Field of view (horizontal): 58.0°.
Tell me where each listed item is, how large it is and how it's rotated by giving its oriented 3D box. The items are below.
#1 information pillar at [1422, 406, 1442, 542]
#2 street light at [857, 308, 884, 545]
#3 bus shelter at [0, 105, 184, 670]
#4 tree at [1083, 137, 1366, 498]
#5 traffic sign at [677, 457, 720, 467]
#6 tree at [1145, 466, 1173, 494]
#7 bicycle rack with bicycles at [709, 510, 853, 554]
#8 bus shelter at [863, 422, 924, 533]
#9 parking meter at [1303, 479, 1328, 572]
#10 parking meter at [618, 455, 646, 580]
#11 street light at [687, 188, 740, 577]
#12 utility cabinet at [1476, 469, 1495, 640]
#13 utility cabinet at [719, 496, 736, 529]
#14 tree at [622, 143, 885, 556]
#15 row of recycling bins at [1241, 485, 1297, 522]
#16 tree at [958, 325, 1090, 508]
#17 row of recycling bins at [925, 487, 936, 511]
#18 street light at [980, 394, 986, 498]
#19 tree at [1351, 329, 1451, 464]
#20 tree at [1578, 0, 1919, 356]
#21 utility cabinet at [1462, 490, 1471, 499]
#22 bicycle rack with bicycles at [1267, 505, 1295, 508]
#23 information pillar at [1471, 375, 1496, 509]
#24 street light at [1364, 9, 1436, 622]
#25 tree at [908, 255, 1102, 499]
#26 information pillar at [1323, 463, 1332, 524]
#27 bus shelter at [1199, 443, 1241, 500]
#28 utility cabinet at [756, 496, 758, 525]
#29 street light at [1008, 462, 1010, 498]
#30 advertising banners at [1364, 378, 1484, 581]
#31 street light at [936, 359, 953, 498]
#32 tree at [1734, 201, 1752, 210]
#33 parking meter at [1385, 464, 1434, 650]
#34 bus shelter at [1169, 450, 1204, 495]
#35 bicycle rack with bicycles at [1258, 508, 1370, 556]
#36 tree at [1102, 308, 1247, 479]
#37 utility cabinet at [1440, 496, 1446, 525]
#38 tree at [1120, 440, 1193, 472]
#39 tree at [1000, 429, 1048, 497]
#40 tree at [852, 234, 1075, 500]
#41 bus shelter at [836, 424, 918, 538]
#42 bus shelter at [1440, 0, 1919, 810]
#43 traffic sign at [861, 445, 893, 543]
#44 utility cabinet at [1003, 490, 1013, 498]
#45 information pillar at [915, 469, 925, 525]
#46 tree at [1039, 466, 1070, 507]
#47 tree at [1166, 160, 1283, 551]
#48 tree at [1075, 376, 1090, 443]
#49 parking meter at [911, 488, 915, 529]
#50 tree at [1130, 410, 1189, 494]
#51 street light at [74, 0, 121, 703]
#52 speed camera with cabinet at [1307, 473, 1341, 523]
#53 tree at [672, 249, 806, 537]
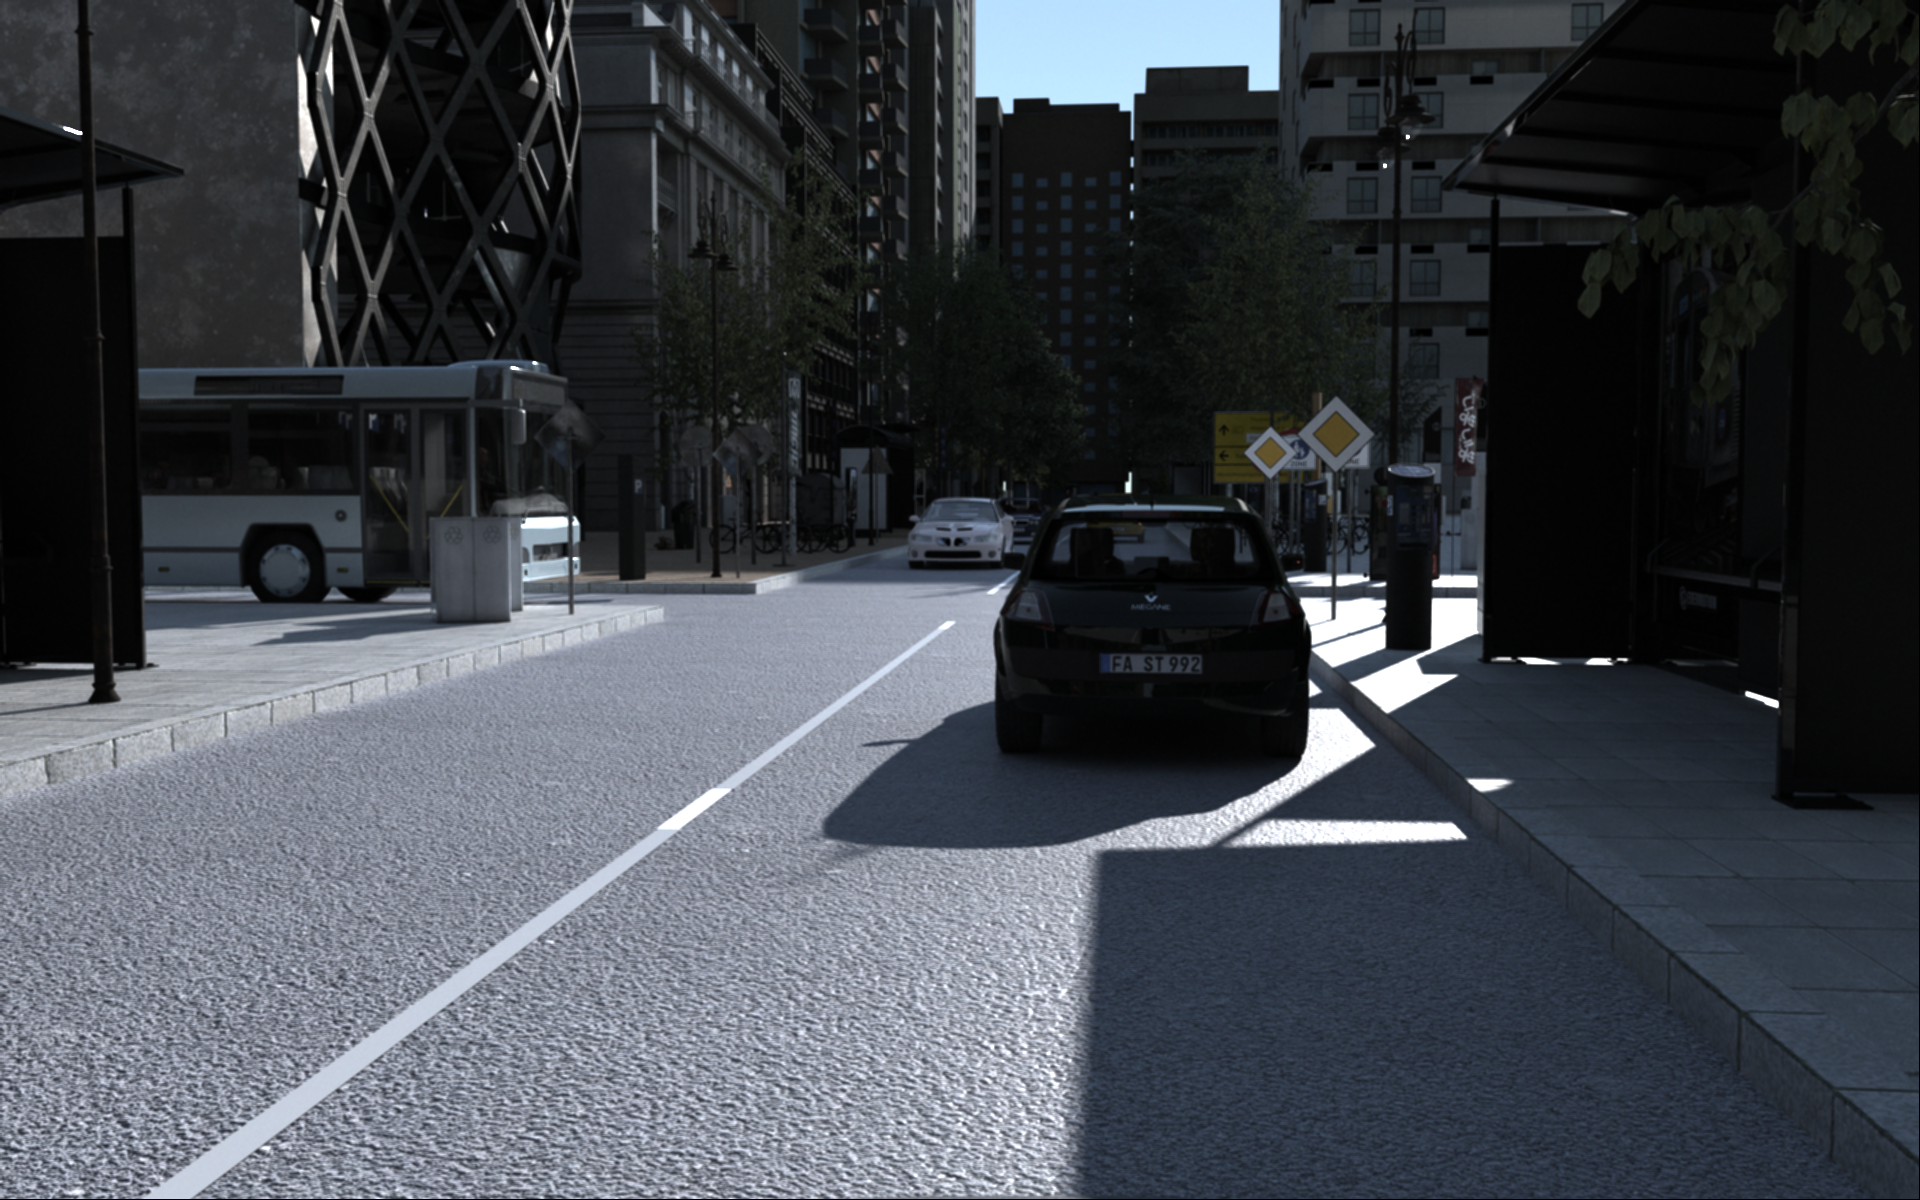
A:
[{"bbox_3d":[12.535,-3.340,45.963,0.504,3.616,0.183,-1,4,-10],"label":"information pillar"},{"bbox_3d":[-2.217,-4.301,43.109,0.468,5.910,1.993,0,4,5],"label":"street light"},{"bbox_3d":[-6.753,-1.123,9.650,1.731,3.624,6.357,0,4,5],"label":"bus shelter"},{"bbox_3d":[9.352,-9.460,61.330,9.857,13.997,8.962,0,3,0],"label":"tree"},{"bbox_3d":[-5.082,-2.055,33.609,0.884,2.594,0.081,1,4,14],"label":"traffic sign"},{"bbox_3d":[13.583,-7.446,116.337,1.663,3.219,1.824,0,3,0],"label":"tree"},{"bbox_3d":[-3.711,-1.511,38.080,2.925,0.926,2.852,1,4,16],"label":"bicycle rack with bicycles"},{"bbox_3d":[-2.426,-4.174,59.527,1.731,3.624,6.357,0,4,5],"label":"bus shelter"},{"bbox_3d":[5.860,-1.232,28.551,0.372,1.533,0.369,0,3,0],"label":"parking meter"},{"bbox_3d":[-4.900,-1.234,25.880,0.255,1.863,0.399,2,4,24],"label":"parking meter"},{"bbox_3d":[-3.759,-3.289,26.571,0.468,5.910,1.993,0,4,5],"label":"street light"},{"bbox_3d":[4.788,-0.406,15.320,0.318,1.500,1.173,1,4,12],"label":"utility cabinet"},{"bbox_3d":[-8.597,-3.253,64.341,0.306,1.237,1.020,2,4,29],"label":"utility cabinet"},{"bbox_3d":[-3.719,-5.232,35.898,4.737,8.622,4.395,0,3,0],"label":"tree"},{"bbox_3d":[14.167,-4.545,81.420,3.534,1.692,1.069,0,4,5],"label":"row of recycling bins"},{"bbox_3d":[2.559,-11.202,101.278,7.486,12.596,7.792,0,3,0],"label":"tree"},{"bbox_3d":[-2.516,-5.459,96.362,3.534,1.692,1.069,3,5,39],"label":"row of recycling bins"},{"bbox_3d":[0.973,-6.365,76.850,0.468,5.910,1.993,0,4,5],"label":"street light"},{"bbox_3d":[19.464,-7.727,76.701,4.360,8.622,3.978,0,3,0],"label":"tree"},{"bbox_3d":[3.154,-3.284,4.049,4.737,8.622,4.395,0,3,0],"label":"tree"},{"bbox_3d":[28.450,-5.343,96.032,1.173,1.500,0.318,1,4,19],"label":"utility cabinet"},{"bbox_3d":[10.092,-2.578,55.525,2.925,0.926,2.852,3,4,37],"label":"bicycle rack with bicycles"},{"bbox_3d":[10.272,-2.607,33.976,0.504,3.616,0.183,1,4,22],"label":"information pillar"},{"bbox_3d":[4.320,-2.715,17.186,0.468,5.910,1.993,0,4,5],"label":"street light"},{"bbox_3d":[1.588,-10.174,83.358,9.611,12.733,9.660,0,3,0],"label":"tree"},{"bbox_3d":[14.204,-4.622,66.918,0.504,3.616,0.183,-3,5,-42],"label":"information pillar"},{"bbox_3d":[11.113,-5.787,72.243,2.179,5.291,8.768,0,4,5],"label":"bus shelter"},{"bbox_3d":[-7.527,-3.188,63.289,0.306,1.237,1.020,0,4,-6],"label":"utility cabinet"},{"bbox_3d":[2.650,-7.375,93.376,0.468,5.910,1.993,0,4,5],"label":"street light"},{"bbox_3d":[6.971,-1.820,25.941,2.074,3.025,0.090,-1,4,-21],"label":"advertising banners"},{"bbox_3d":[-0.535,-5.312,59.635,0.468,5.910,1.993,0,4,5],"label":"street light"},{"bbox_3d":[22.227,-7.317,45.396,9.928,11.665,9.643,0,3,0],"label":"tree"},{"bbox_3d":[3.725,-0.363,14.345,0.372,1.533,0.369,0,3,0],"label":"parking meter"},{"bbox_3d":[10.909,-5.375,81.811,2.014,3.302,5.546,0,4,6],"label":"bus shelter"},{"bbox_3d":[7.345,-1.429,36.752,2.925,0.926,2.852,-1,4,-13],"label":"bicycle rack with bicycles"},{"bbox_3d":[12.601,-11.192,100.004,9.611,12.733,9.660,0,3,0],"label":"tree"},{"bbox_3d":[19.611,-3.703,71.703,0.306,1.237,1.020,-3,4,-38],"label":"utility cabinet"},{"bbox_3d":[17.386,-13.128,149.060,7.601,10.594,8.767,2,4,27],"label":"tree"},{"bbox_3d":[4.338,-9.957,113.156,4.360,8.622,3.978,0,3,0],"label":"tree"},{"bbox_3d":[-0.805,-8.785,69.394,9.928,11.665,9.643,0,3,0],"label":"tree"},{"bbox_3d":[-2.616,-3.612,52.986,2.014,3.302,5.546,0,4,6],"label":"bus shelter"},{"bbox_3d":[4.195,-1.148,10.053,1.731,3.624,6.357,0,4,5],"label":"bus shelter"},{"bbox_3d":[-2.186,-2.791,45.638,0.884,2.594,0.081,1,4,15],"label":"traffic sign"},{"bbox_3d":[2.651,-5.631,100.753,0.318,1.500,1.173,2,4,32],"label":"utility cabinet"},{"bbox_3d":[-1.178,-2.850,51.090,0.304,2.012,0.304,0,4,1],"label":"information pillar"},{"bbox_3d":[9.570,-11.894,178.172,4.285,4.588,4.351,0,3,0],"label":"tree"},{"bbox_3d":[7.350,-5.411,38.832,4.737,8.622,4.395,0,3,0],"label":"tree"},{"bbox_3d":[5.340,-12.059,122.920,9.928,11.665,9.643,0,3,0],"label":"tree"},{"bbox_3d":[-2.011,-3.577,66.890,0.372,1.533,0.369,0,3,0],"label":"parking meter"},{"bbox_3d":[16.316,-13.021,138.642,9.928,11.665,9.643,0,3,0],"label":"tree"},{"bbox_3d":[-5.288,-2.308,10.526,0.468,5.910,1.993,0,4,5],"label":"street light"},{"bbox_3d":[15.971,-4.995,76.009,0.660,3.252,2.038,3,5,42],"label":"speed camera with cabinet"},{"bbox_3d":[-6.555,-6.200,51.727,4.360,8.622,3.978,0,3,0],"label":"tree"}]
